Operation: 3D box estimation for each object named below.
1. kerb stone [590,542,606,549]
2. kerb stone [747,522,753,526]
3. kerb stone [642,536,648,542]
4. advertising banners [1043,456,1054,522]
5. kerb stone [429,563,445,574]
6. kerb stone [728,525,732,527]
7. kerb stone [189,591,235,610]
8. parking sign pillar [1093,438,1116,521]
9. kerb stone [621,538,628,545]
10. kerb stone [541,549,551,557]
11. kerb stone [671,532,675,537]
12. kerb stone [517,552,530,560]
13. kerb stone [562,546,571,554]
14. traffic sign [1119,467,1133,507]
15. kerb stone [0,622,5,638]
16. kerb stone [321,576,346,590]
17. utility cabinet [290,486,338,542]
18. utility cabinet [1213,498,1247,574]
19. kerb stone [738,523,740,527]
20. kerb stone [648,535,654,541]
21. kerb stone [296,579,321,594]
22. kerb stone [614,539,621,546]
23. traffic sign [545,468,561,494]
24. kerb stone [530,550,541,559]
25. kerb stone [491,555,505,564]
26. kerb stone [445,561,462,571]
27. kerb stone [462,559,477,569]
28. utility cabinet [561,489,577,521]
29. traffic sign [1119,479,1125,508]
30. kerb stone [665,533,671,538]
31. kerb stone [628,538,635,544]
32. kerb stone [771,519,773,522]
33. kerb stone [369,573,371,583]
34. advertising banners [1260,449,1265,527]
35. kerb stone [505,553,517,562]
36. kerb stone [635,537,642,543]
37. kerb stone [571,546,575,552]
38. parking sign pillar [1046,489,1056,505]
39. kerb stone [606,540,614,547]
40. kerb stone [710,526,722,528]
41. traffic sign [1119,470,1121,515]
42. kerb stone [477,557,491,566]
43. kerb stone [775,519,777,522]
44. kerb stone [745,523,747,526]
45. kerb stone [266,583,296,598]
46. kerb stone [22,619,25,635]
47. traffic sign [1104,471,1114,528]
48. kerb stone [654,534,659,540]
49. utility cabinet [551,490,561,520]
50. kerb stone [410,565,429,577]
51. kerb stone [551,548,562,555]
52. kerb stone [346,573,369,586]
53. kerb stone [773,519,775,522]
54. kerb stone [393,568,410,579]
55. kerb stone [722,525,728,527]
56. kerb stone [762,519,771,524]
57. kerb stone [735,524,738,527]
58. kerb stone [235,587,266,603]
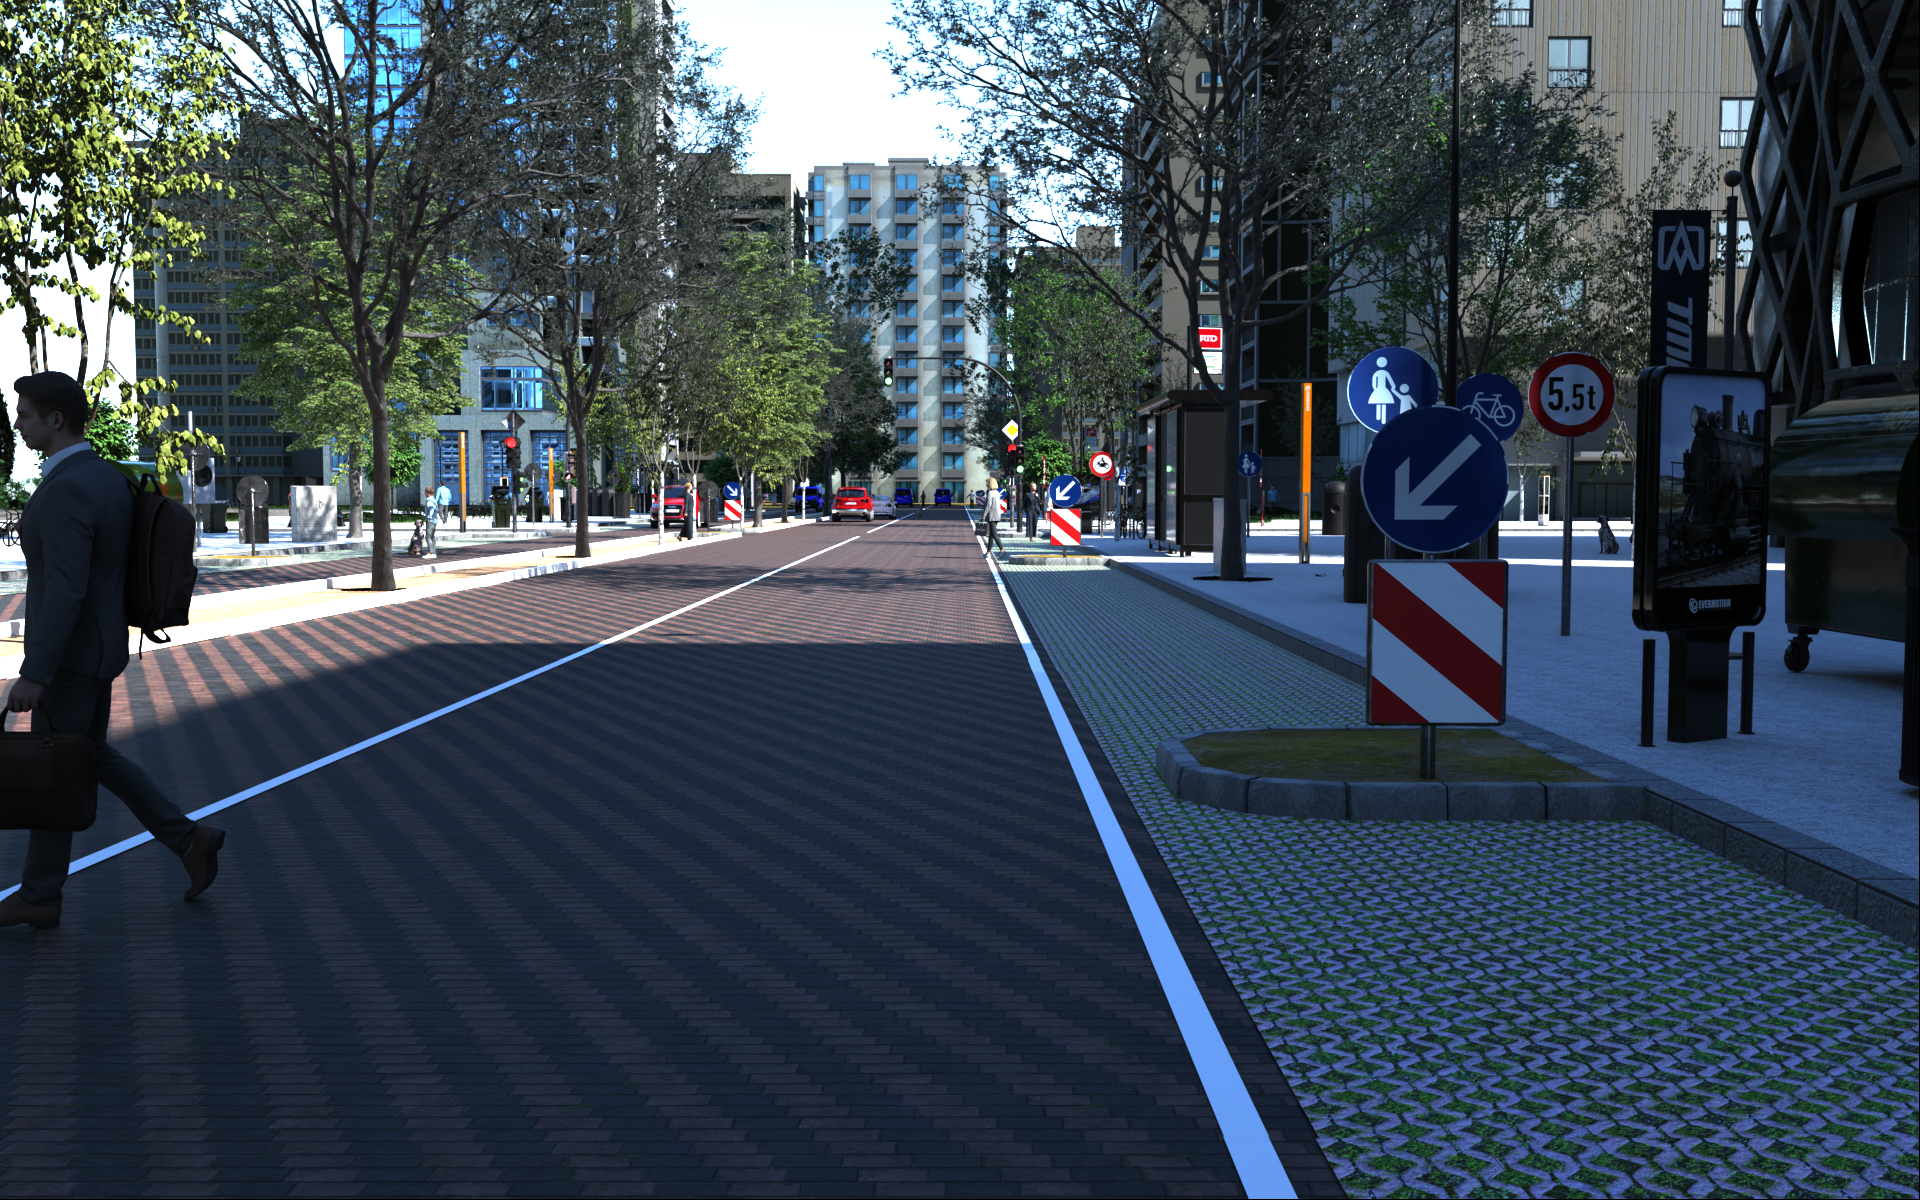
[{"bbox_3d":[-9.545,-1.433,45.620,0.120,0.150,1.000,0,3,0],"label":"kerb stone"},{"bbox_3d":[-9.555,-3.412,77.987,0.120,0.150,1.000,0,3,0],"label":"kerb stone"},{"bbox_3d":[-9.544,-1.803,51.778,0.120,0.150,1.000,0,3,0],"label":"kerb stone"},{"bbox_3d":[4.098,-5.139,80.217,0.090,3.025,2.074,1,4,18],"label":"advertising banners"},{"bbox_3d":[-9.549,-0.556,31.279,0.120,0.150,1.000,0,3,0],"label":"kerb stone"},{"bbox_3d":[-9.552,-2.973,70.810,0.120,0.150,1.000,0,3,0],"label":"kerb stone"},{"bbox_3d":[-9.538,0.010,22.067,0.120,0.150,1.000,0,3,0],"label":"kerb stone"},{"bbox_3d":[7.089,-5.850,84.111,1.447,3.967,1.447,-2,4,-24],"label":"parking sign pillar"},{"bbox_3d":[-9.552,-1.621,48.698,0.120,0.150,1.000,0,3,0],"label":"kerb stone"},{"bbox_3d":[-9.550,-1.057,39.479,0.120,0.150,1.000,0,3,0],"label":"kerb stone"},{"bbox_3d":[-9.549,-2.123,56.901,0.120,0.150,1.000,0,3,0],"label":"kerb stone"},{"bbox_3d":[-9.544,-0.932,37.434,0.120,0.150,1.000,0,3,0],"label":"kerb stone"},{"bbox_3d":[-9.549,-1.176,41.523,0.120,0.150,1.000,0,3,0],"label":"kerb stone"},{"bbox_3d":[7.725,-4.903,80.278,0.768,2.556,0.104,0,4,1],"label":"traffic sign"},{"bbox_3d":[-9.539,0.321,16.943,0.120,0.150,1.000,0,3,0],"label":"kerb stone"},{"bbox_3d":[-9.545,-0.242,26.160,0.120,0.150,1.000,0,3,0],"label":"kerb stone"},{"bbox_3d":[-17.280,-2.305,46.361,0.318,1.500,1.173,3,4,39],"label":"utility cabinet"},{"bbox_3d":[4.393,-1.041,28.179,0.306,1.237,1.020,0,4,-6],"label":"utility cabinet"},{"bbox_3d":[-9.549,-3.159,73.890,0.120,0.150,1.000,0,3,0],"label":"kerb stone"},{"bbox_3d":[-9.557,-1.872,52.800,0.120,0.150,1.000,0,3,0],"label":"kerb stone"},{"bbox_3d":[-9.553,-0.180,25.138,0.120,0.150,1.000,0,3,0],"label":"kerb stone"},{"bbox_3d":[-9.552,-1.558,47.667,0.120,0.150,1.000,0,3,0],"label":"kerb stone"},{"bbox_3d":[-19.593,-5.091,83.338,0.768,2.556,0.104,0,4,6],"label":"traffic sign"},{"bbox_3d":[-9.539,-0.995,38.457,0.120,0.150,1.000,0,3,0],"label":"kerb stone"},{"bbox_3d":[-9.543,-0.802,35.380,0.120,0.150,1.000,0,3,0],"label":"kerb stone"},{"bbox_3d":[-9.548,-0.618,32.305,0.120,0.150,1.000,0,3,0],"label":"kerb stone"},{"bbox_3d":[-9.538,-0.679,33.327,0.120,0.150,1.000,0,3,0],"label":"kerb stone"},{"bbox_3d":[-18.342,-4.520,82.576,1.173,1.500,0.318,2,4,33],"label":"utility cabinet"},{"bbox_3d":[8.072,-5.099,85.501,0.606,2.300,0.079,0,4,5],"label":"traffic sign"},{"bbox_3d":[-9.551,-2.057,55.879,0.120,0.150,1.000,0,3,0],"label":"kerb stone"},{"bbox_3d":[-9.546,-1.684,49.728,0.120,0.150,1.000,0,3,0],"label":"kerb stone"},{"bbox_3d":[-9.555,-3.914,86.186,0.120,0.150,1.000,0,3,0],"label":"kerb stone"},{"bbox_3d":[-9.555,-0.363,28.204,0.120,0.150,1.000,0,3,0],"label":"kerb stone"},{"bbox_3d":[11.906,-4.407,68.234,0.090,3.025,2.074,1,4,14],"label":"advertising banners"},{"bbox_3d":[-9.547,-0.866,36.405,0.120,0.150,1.000,0,3,0],"label":"kerb stone"},{"bbox_3d":[-9.546,-1.746,50.750,0.120,0.150,1.000,0,3,0],"label":"kerb stone"},{"bbox_3d":[-9.552,-1.245,42.545,0.120,0.150,1.000,0,3,0],"label":"kerb stone"},{"bbox_3d":[7.585,-9.273,140.093,1.447,3.967,1.447,-3,5,-44],"label":"parking sign pillar"},{"bbox_3d":[-9.551,-1.491,46.646,0.120,0.150,1.000,0,3,0],"label":"kerb stone"},{"bbox_3d":[-9.543,-2.786,67.738,0.120,0.150,1.000,0,3,0],"label":"kerb stone"},{"bbox_3d":[8.500,-5.602,91.703,0.768,2.556,0.104,0,4,1],"label":"traffic sign"},{"bbox_3d":[-9.544,-0.743,34.352,0.120,0.150,1.000,0,3,0],"label":"kerb stone"},{"bbox_3d":[-9.550,-4.039,88.236,0.120,0.150,1.000,0,3,0],"label":"kerb stone"},{"bbox_3d":[-9.554,-3.287,75.939,0.120,0.150,1.000,0,3,0],"label":"kerb stone"},{"bbox_3d":[-9.540,-0.117,24.112,0.120,0.150,1.000,0,3,0],"label":"kerb stone"},{"bbox_3d":[-9.549,0.259,17.968,0.120,0.150,1.000,0,3,0],"label":"kerb stone"},{"bbox_3d":[5.437,-3.954,64.759,0.768,2.556,0.104,1,4,8],"label":"traffic sign"},{"bbox_3d":[-9.550,-1.930,53.826,0.120,0.150,1.000,0,3,0],"label":"kerb stone"},{"bbox_3d":[-19.787,-4.674,85.106,0.318,1.500,1.173,0,4,2],"label":"utility cabinet"},{"bbox_3d":[-9.540,-0.493,30.257,0.120,0.150,1.000,0,3,0],"label":"kerb stone"},{"bbox_3d":[-9.552,-1.120,40.501,0.120,0.150,1.000,0,3,0],"label":"kerb stone"},{"bbox_3d":[-9.543,-0.305,27.182,0.120,0.150,1.000,0,3,0],"label":"kerb stone"},{"bbox_3d":[-9.555,-3.976,87.209,0.120,0.150,1.000,0,3,0],"label":"kerb stone"},{"bbox_3d":[-9.548,-0.430,29.226,0.120,0.150,1.000,0,3,0],"label":"kerb stone"},{"bbox_3d":[-9.559,-2.904,69.788,0.120,0.150,1.000,0,3,0],"label":"kerb stone"},{"bbox_3d":[-9.553,-3.851,85.161,0.120,0.150,1.000,0,3,0],"label":"kerb stone"},{"bbox_3d":[-9.565,-3.095,72.861,0.120,0.150,1.000,0,3,0],"label":"kerb stone"},{"bbox_3d":[-9.543,-0.055,23.090,0.120,0.150,1.000,0,3,0],"label":"kerb stone"}]
